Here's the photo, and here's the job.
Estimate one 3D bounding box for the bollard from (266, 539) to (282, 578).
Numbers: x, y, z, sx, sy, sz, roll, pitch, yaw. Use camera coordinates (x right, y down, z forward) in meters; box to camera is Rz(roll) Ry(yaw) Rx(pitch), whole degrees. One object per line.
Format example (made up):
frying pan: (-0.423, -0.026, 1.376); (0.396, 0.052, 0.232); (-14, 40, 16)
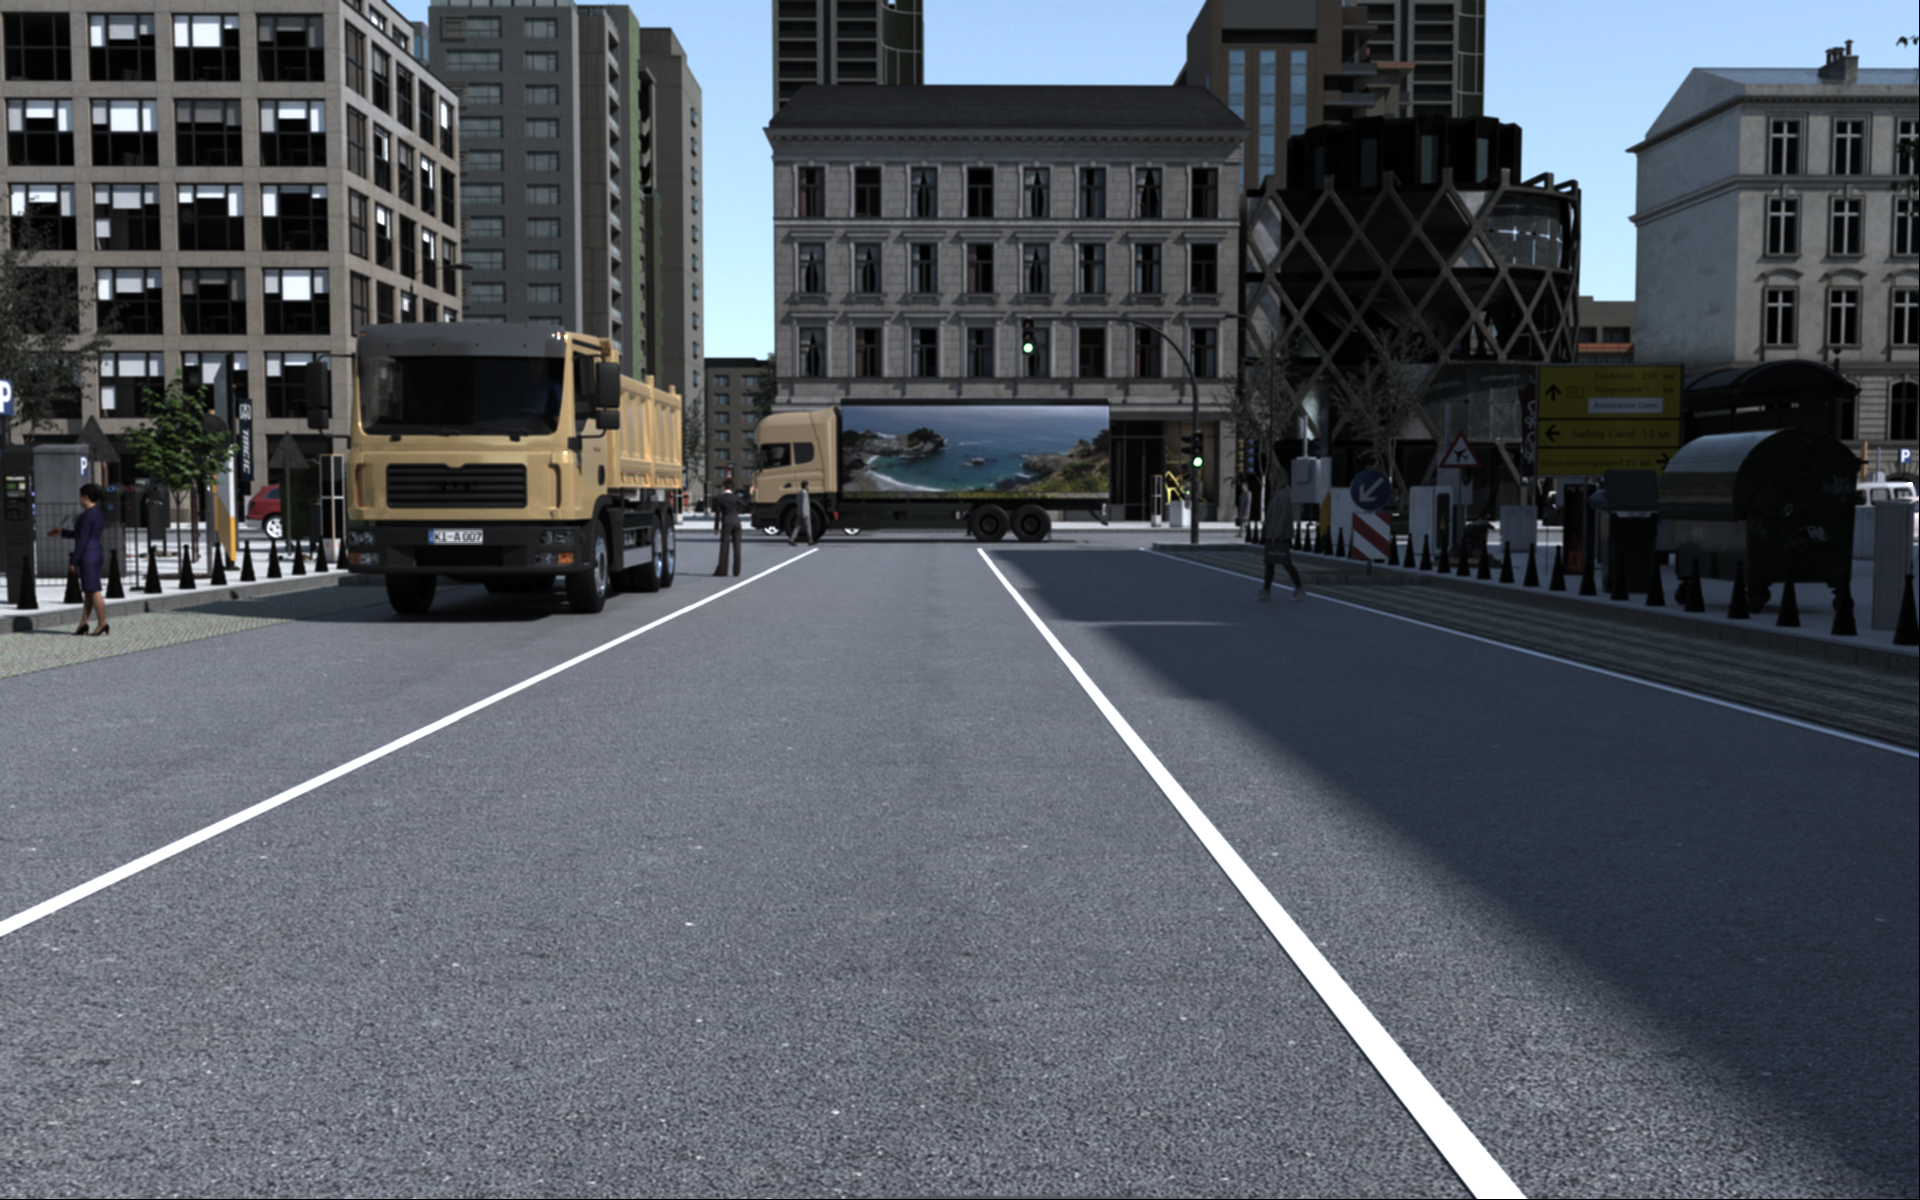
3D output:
bollard: (-10.499, -0.640, 26.503); (0.229, 0.601, 0.229); (0, 3, 0)

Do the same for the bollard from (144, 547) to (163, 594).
bollard: (-10.439, -0.388, 22.388); (0.229, 0.601, 0.229); (0, 3, 0)

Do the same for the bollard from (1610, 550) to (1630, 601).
bollard: (7.989, -0.300, 20.953); (0.229, 0.601, 0.229); (0, 3, 0)

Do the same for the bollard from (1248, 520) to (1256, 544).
bollard: (7.636, -1.752, 44.685); (0.229, 0.601, 0.229); (0, 3, 0)

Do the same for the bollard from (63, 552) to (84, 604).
bollard: (-10.407, -0.262, 20.322); (0.229, 0.601, 0.229); (0, 3, 0)

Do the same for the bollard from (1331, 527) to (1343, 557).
bollard: (7.779, -1.183, 35.387); (0.229, 0.601, 0.229); (0, 3, 0)

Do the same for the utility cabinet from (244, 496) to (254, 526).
utility cabinet: (-28.631, -3.589, 69.845); (0.306, 1.237, 1.020); (-1, 4, -14)

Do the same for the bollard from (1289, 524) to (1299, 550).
bollard: (7.712, -1.436, 39.523); (0.229, 0.601, 0.229); (0, 3, 0)

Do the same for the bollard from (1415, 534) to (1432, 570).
bollard: (7.860, -0.805, 29.207); (0.229, 0.601, 0.229); (0, 3, 0)

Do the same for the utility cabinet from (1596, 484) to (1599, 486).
utility cabinet: (13.485, -1.720, 36.802); (1.173, 1.500, 0.318); (-2, 4, -25)

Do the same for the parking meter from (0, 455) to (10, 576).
parking meter: (-15.691, -1.374, 28.181); (0.255, 1.863, 0.399); (-2, 4, -33)

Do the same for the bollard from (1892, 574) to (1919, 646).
bollard: (8.078, 0.079, 14.753); (0.229, 0.601, 0.229); (0, 3, 0)

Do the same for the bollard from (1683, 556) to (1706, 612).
bollard: (8.019, -0.174, 18.891); (0.229, 0.601, 0.229); (0, 3, 0)

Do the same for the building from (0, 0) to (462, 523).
building: (-44.514, -17.232, 86.262); (34.151, 26.468, 19.350); (0, 4, -1)

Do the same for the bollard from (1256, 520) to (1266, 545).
bollard: (7.652, -1.689, 43.653); (0.229, 0.601, 0.229); (0, 3, 0)

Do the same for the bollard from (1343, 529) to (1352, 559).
bollard: (7.789, -1.120, 34.351); (0.229, 0.601, 0.229); (0, 3, 0)

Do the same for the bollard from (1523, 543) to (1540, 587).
bollard: (7.941, -0.490, 24.055); (0.229, 0.601, 0.229); (0, 3, 0)

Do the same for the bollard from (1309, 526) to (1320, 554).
bollard: (7.745, -1.309, 37.451); (0.229, 0.601, 0.229); (0, 3, 0)

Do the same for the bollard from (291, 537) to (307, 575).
bollard: (-10.513, -0.703, 27.529); (0.229, 0.601, 0.229); (0, 3, 0)

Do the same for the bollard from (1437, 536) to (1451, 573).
bollard: (7.881, -0.742, 28.181); (0.229, 0.601, 0.229); (0, 3, 0)

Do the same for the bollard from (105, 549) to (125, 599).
bollard: (-10.425, -0.325, 21.349); (0.229, 0.601, 0.229); (0, 3, 0)

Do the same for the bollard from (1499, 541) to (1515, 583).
bollard: (7.926, -0.553, 25.090); (0.229, 0.601, 0.229); (0, 3, 0)

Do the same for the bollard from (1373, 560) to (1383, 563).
bollard: (7.818, -0.994, 32.298); (0.229, 0.601, 0.229); (0, 3, 0)

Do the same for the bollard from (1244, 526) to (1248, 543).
bollard: (7.624, -1.815, 45.711); (0.229, 0.601, 0.229); (0, 3, 0)

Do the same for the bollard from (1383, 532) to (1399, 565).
bollard: (7.835, -0.932, 31.272); (0.229, 0.601, 0.229); (0, 3, 0)

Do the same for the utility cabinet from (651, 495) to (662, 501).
utility cabinet: (-18.615, -5.811, 106.175); (0.306, 1.237, 1.020); (-3, 4, -37)

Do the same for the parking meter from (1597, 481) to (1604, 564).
parking meter: (11.982, -1.442, 31.992); (0.372, 1.533, 0.369); (0, 3, 0)

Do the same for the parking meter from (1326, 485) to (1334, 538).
parking meter: (9.474, -2.219, 44.697); (0.372, 1.533, 0.369); (0, 3, 0)

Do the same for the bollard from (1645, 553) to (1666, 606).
bollard: (8.003, -0.237, 19.917); (0.229, 0.601, 0.229); (0, 3, 0)

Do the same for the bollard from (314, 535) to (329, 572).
bollard: (-10.533, -0.765, 28.556); (0.229, 0.601, 0.229); (0, 3, 0)

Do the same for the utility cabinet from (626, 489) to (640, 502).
utility cabinet: (-14.103, -3.941, 73.115); (1.173, 1.500, 0.318); (-3, 4, -39)

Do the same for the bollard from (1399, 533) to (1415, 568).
bollard: (7.850, -0.868, 30.234); (0.229, 0.601, 0.229); (0, 3, 0)

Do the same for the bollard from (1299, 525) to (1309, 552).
bollard: (7.728, -1.373, 38.490); (0.229, 0.601, 0.229); (0, 3, 0)

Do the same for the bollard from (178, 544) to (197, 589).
bollard: (-10.454, -0.451, 23.415); (0.229, 0.601, 0.229); (0, 3, 0)

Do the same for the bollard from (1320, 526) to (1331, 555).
bollard: (7.757, -1.247, 36.422); (0.229, 0.601, 0.229); (0, 3, 0)

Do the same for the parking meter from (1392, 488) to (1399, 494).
parking meter: (16.992, -3.639, 67.903); (0.372, 1.533, 0.369); (0, 3, 0)

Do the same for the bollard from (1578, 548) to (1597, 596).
bollard: (7.974, -0.363, 21.979); (0.229, 0.601, 0.229); (0, 3, 0)

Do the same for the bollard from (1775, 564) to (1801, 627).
bollard: (8.047, -0.047, 16.811); (0.229, 0.601, 0.229); (0, 3, 0)

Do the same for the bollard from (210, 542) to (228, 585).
bollard: (-10.471, -0.514, 24.447); (0.229, 0.601, 0.229); (0, 3, 0)

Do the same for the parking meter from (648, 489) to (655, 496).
parking meter: (-20.168, -6.575, 113.218); (0.399, 1.863, 0.255); (0, 4, 6)

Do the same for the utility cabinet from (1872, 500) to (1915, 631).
utility cabinet: (9.007, -0.338, 16.692); (0.306, 1.237, 1.020); (2, 4, 31)

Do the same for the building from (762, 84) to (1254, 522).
building: (-7.144, -14.202, 83.106); (40.483, 20.767, 10.553); (0, 4, -1)

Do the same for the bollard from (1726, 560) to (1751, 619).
bollard: (8.032, -0.111, 17.852); (0.229, 0.601, 0.229); (0, 3, 0)

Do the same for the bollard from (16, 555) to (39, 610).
bollard: (-10.396, -0.199, 19.293); (0.229, 0.601, 0.229); (0, 3, 0)

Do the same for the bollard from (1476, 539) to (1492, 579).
bollard: (7.909, -0.617, 26.126); (0.229, 0.601, 0.229); (0, 3, 0)

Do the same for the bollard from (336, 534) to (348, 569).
bollard: (-10.547, -0.828, 29.586); (0.229, 0.601, 0.229); (0, 3, 0)

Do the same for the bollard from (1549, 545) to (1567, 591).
bollard: (7.953, -0.427, 23.029); (0.229, 0.601, 0.229); (0, 3, 0)

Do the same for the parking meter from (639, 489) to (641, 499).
parking meter: (-24.551, -7.793, 133.130); (0.399, 1.863, 0.255); (-3, 4, -38)

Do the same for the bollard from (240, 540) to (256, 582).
bollard: (-10.483, -0.577, 25.476); (0.229, 0.601, 0.229); (0, 3, 0)

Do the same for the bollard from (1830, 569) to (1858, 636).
bollard: (8.065, 0.016, 15.785); (0.229, 0.601, 0.229); (0, 3, 0)

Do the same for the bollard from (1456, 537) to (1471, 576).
bollard: (7.896, -0.680, 27.153); (0.229, 0.601, 0.229); (0, 3, 0)
